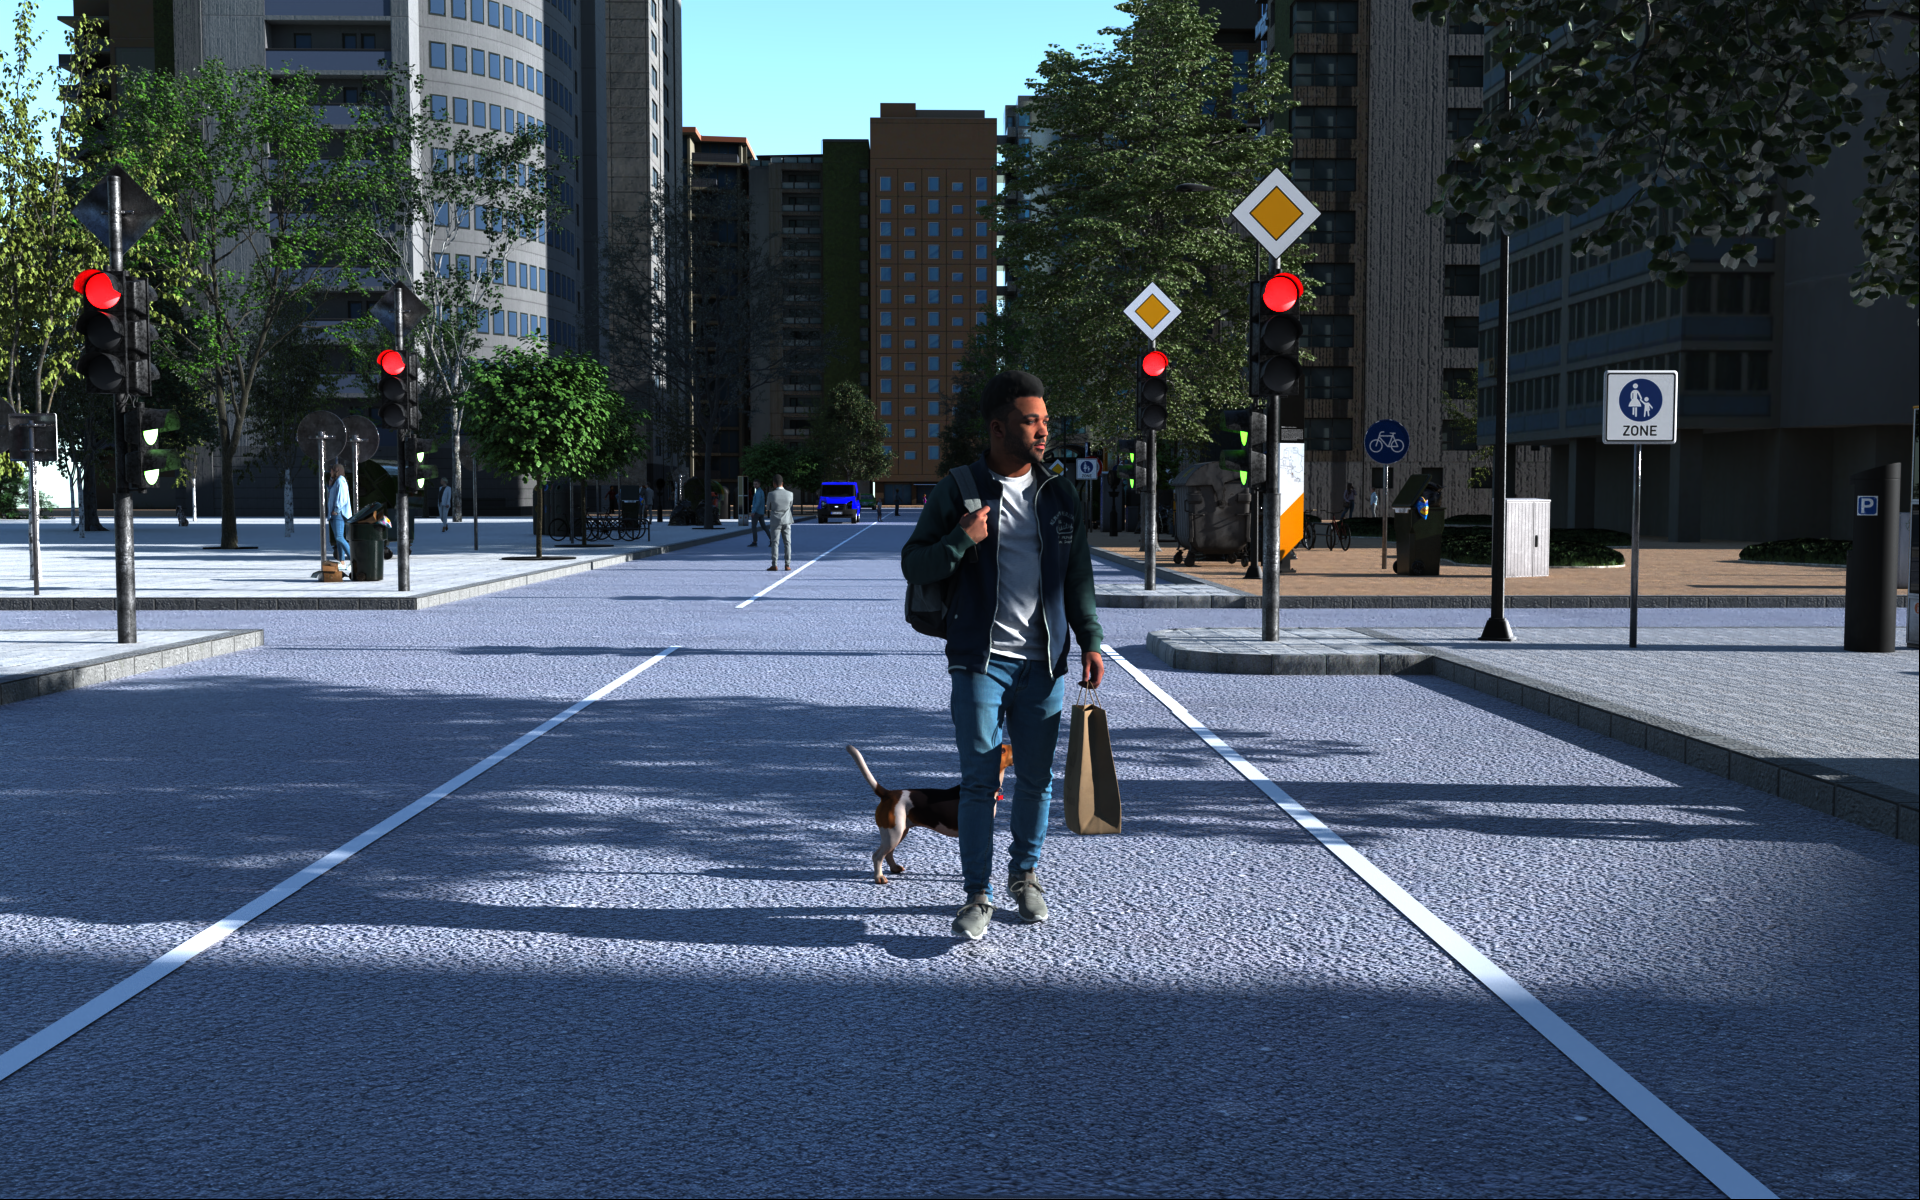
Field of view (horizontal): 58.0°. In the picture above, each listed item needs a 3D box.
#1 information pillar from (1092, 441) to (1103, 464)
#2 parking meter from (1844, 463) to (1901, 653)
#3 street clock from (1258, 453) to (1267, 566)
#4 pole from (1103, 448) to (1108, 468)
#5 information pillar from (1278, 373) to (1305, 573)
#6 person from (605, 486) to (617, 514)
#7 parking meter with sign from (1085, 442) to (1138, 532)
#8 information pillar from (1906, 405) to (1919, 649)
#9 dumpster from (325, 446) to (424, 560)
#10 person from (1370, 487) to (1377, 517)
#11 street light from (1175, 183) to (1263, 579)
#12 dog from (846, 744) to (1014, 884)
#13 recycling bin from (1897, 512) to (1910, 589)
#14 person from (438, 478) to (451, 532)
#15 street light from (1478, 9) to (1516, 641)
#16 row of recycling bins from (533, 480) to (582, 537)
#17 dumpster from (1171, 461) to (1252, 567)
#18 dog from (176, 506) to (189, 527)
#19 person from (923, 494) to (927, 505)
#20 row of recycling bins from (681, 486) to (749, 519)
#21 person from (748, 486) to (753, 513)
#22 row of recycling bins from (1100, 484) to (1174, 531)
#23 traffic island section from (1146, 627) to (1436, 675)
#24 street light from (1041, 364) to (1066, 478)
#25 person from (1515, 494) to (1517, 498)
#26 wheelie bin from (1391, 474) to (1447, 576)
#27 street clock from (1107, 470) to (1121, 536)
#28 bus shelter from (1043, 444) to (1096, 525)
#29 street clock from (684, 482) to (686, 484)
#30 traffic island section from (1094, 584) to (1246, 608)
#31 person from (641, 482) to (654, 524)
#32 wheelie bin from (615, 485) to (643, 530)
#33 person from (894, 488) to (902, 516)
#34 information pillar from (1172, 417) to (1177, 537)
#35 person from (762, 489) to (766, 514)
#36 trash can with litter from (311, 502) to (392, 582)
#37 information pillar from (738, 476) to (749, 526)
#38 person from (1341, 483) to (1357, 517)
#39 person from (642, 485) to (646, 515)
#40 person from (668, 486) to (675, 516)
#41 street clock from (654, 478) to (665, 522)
[{"bbox_3d":[5.982,-5.124,75.139,0.504,3.616,0.183,0,4,7],"label":"information pillar"},{"bbox_3d":[7.447,-0.350,14.139,0.372,1.533,0.369,0,3,0],"label":"parking meter"},{"bbox_3d":[5.466,-1.605,30.816,0.471,2.002,0.358,1,4,15],"label":"street clock"},{"bbox_3d":[6.403,-5.047,76.369,0.158,3.312,0.155,0,3,0],"label":"pole"},{"bbox_3d":[5.360,-2.251,28.153,0.504,3.616,0.183,-1,4,-23],"label":"information pillar"},{"bbox_3d":[-22.303,-6.425,111.061,0.705,1.831,1.348,3,4,36],"label":"person"},{"bbox_3d":[5.115,-3.797,58.342,1.738,3.016,0.543,0,4,-6],"label":"parking meter with sign"},{"bbox_3d":[8.075,-0.600,14.307,0.304,2.012,0.304,0,4,-4],"label":"information pillar"},{"bbox_3d":[-11.719,-1.961,34.561,1.502,2.255,1.985,0,4,-1],"label":"dumpster"},{"bbox_3d":[19.118,-4.420,80.127,0.330,1.601,0.589,0,4,6],"label":"person"},{"bbox_3d":[3.919,-3.274,26.070,1.470,5.913,1.316,0,4,-1],"label":"street light"},{"bbox_3d":[-0.091,0.785,6.459,0.540,0.507,0.406,-3,5,-39],"label":"dog"},{"bbox_3d":[12.760,-0.685,23.751,0.722,1.027,0.722,1,4,12],"label":"recycling bin"},{"bbox_3d":[-17.448,-3.228,58.693,0.514,1.842,0.818,0,4,4],"label":"person"},{"bbox_3d":[4.187,-2.601,15.063,1.470,5.913,1.316,0,4,-1],"label":"street light"},{"bbox_3d":[-12.375,-2.839,53.527,1.069,1.692,3.534,-2,4,-27],"label":"row of recycling bins"},{"bbox_3d":[4.531,-1.550,31.093,1.264,1.857,1.865,0,4,-1],"label":"dumpster"},{"bbox_3d":[-30.899,-3.323,68.713,0.513,0.831,0.800,-1,4,-13],"label":"dog"},{"bbox_3d":[-2.682,-7.502,134.383,0.599,1.433,0.991,-1,4,-20],"label":"person"},{"bbox_3d":[-12.546,-4.986,88.635,3.534,1.692,1.069,0,4,1],"label":"row of recycling bins"},{"bbox_3d":[-14.469,-6.951,119.631,0.705,1.831,1.348,-1,4,-19],"label":"person"},{"bbox_3d":[6.666,-3.292,60.933,3.534,1.692,1.069,-1,4,-15],"label":"row of recycling bins"},{"bbox_3d":[2.739,0.436,15.158,2.009,0.180,2.903,0,4,-1],"label":"traffic island section"},{"bbox_3d":[3.194,-5.452,61.681,1.470,5.913,1.316,0,4,-1],"label":"street light"},{"bbox_3d":[23.684,-3.902,74.081,0.306,1.304,0.590,3,4,39],"label":"person"},{"bbox_3d":[7.282,-1.197,27.478,0.693,1.594,0.980,-1,4,-14],"label":"wheelie bin"},{"bbox_3d":[4.657,-2.928,52.442,0.358,2.002,0.471,-1,4,-21],"label":"street clock"},{"bbox_3d":[4.413,-4.799,72.392,2.014,3.302,5.546,0,4,-1],"label":"bus shelter"},{"bbox_3d":[-14.293,-5.298,91.195,0.358,2.002,0.471,2,4,33],"label":"street clock"},{"bbox_3d":[2.561,-0.053,23.141,2.009,0.180,2.903,0,4,-1],"label":"traffic island section"},{"bbox_3d":[-13.270,-4.102,73.307,0.583,1.804,0.606,2,4,26],"label":"person"},{"bbox_3d":[-11.695,-3.263,61.262,0.980,1.594,0.693,-1,4,-10],"label":"wheelie bin"},{"bbox_3d":[-4.123,-6.461,114.226,0.705,1.814,1.350,1,4,17],"label":"person"},{"bbox_3d":[6.400,-3.680,51.517,0.183,3.616,0.504,0,4,6],"label":"information pillar"},{"bbox_3d":[-12.823,-6.473,112.592,0.721,1.735,1.217,-1,4,-20],"label":"person"},{"bbox_3d":[-8.929,-0.857,25.396,1.055,1.170,0.624,-2,4,-35],"label":"trash can with litter"},{"bbox_3d":[-8.750,-4.002,69.917,0.304,2.012,0.304,3,4,39],"label":"information pillar"},{"bbox_3d":[16.099,-3.995,71.958,0.593,1.750,0.643,-2,4,-33],"label":"person"},{"bbox_3d":[-19.523,-6.164,106.769,0.705,1.831,1.348,-1,4,-18],"label":"person"},{"bbox_3d":[-17.077,-5.866,102.674,0.721,1.735,1.217,-2,4,-24],"label":"person"},{"bbox_3d":[-13.759,-4.574,79.362,0.471,2.002,0.358,-3,4,-38],"label":"street clock"}]
